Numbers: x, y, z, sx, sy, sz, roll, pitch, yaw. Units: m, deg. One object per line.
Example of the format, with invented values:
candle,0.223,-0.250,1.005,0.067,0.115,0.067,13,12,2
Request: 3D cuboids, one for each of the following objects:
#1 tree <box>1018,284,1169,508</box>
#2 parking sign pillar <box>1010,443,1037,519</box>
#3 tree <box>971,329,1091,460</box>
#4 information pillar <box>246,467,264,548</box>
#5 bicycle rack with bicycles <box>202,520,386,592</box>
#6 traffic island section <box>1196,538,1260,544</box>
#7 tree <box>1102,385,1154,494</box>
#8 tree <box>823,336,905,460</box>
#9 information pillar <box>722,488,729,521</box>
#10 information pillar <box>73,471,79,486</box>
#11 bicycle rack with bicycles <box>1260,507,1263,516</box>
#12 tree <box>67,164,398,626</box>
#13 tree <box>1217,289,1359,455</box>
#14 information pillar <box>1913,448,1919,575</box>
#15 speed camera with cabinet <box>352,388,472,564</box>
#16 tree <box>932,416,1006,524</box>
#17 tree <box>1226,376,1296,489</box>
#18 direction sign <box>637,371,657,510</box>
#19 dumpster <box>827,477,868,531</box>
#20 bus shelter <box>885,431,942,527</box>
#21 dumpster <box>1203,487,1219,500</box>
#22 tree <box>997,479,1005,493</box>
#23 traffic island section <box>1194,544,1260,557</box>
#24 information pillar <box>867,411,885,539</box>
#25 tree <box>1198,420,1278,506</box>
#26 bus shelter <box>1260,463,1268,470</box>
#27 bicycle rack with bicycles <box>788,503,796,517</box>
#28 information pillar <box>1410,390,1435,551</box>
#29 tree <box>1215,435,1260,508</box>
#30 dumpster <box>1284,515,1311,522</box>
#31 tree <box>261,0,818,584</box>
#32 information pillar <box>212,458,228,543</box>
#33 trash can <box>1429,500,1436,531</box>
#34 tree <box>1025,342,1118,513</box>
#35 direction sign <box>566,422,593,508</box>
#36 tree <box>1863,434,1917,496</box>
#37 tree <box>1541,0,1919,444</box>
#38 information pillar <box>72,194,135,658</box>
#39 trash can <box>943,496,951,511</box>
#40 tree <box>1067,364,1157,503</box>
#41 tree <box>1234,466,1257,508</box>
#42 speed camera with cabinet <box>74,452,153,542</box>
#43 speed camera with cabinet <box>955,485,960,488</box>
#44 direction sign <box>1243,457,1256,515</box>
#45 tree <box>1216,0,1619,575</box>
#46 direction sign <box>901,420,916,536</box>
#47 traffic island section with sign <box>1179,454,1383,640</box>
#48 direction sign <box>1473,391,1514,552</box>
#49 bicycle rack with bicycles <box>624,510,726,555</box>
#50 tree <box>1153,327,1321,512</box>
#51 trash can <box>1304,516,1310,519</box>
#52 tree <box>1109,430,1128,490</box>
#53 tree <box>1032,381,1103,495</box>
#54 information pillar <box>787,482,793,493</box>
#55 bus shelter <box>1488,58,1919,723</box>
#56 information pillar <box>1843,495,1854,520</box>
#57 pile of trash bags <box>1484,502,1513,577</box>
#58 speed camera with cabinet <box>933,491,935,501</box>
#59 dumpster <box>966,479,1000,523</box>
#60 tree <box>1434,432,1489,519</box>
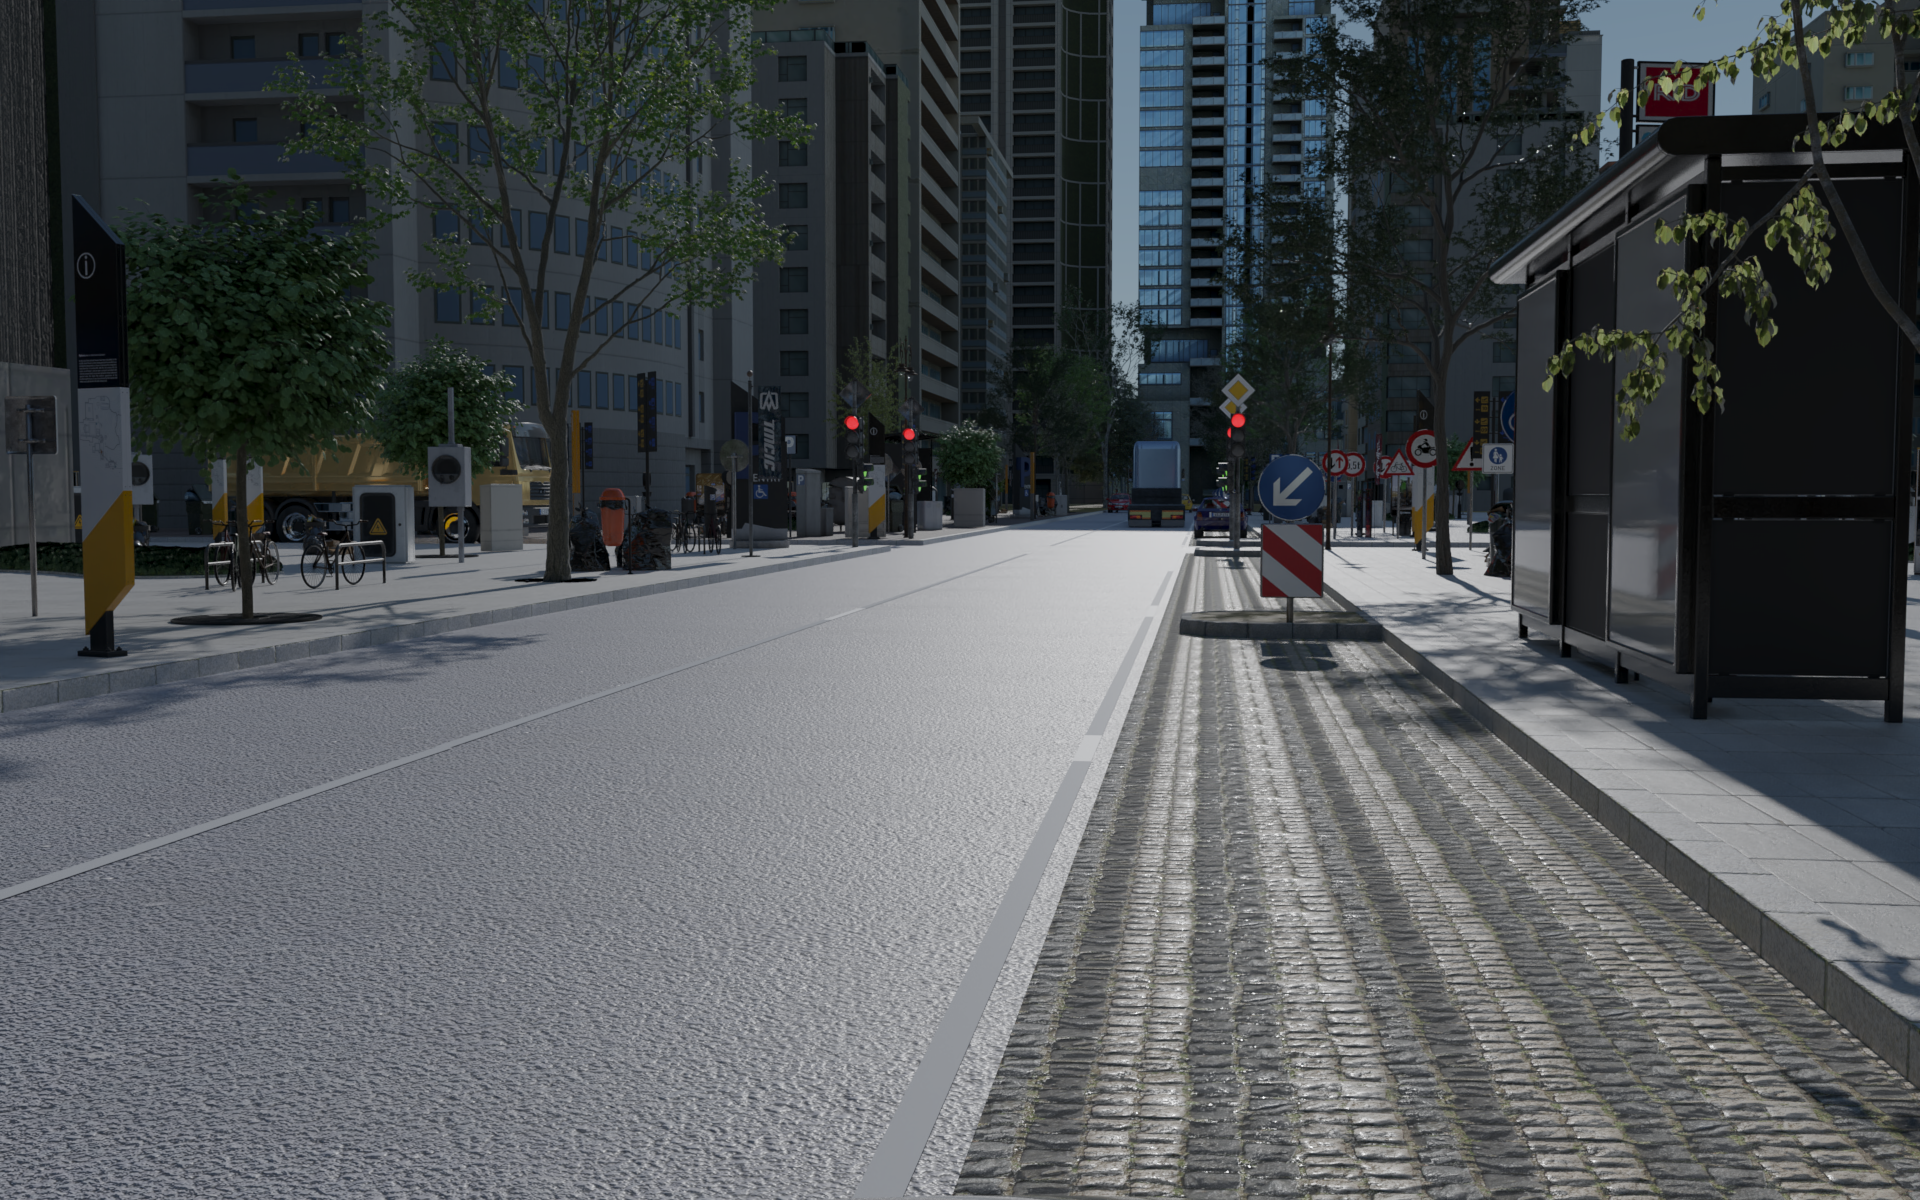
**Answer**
tree,12.079,-18.386,156.504,12.611,20.169,13.585,0,3,0
parking sign pillar,3.341,-6.297,91.429,1.447,3.967,1.447,3,4,36
tree,3.870,-10.051,98.754,7.601,10.594,8.767,-3,4,-36
information pillar,-16.539,-3.001,40.428,0.504,3.616,0.183,0,4,6
bicycle rack with bicycles,-9.323,-0.642,23.883,2.852,0.926,2.925,0,4,3
traffic island section,7.626,-1.600,48.442,2.009,0.180,2.903,0,4,8
tree,19.041,-17.413,195.077,12.009,13.543,11.850,0,3,0
tree,-4.033,-7.924,79.919,4.737,8.622,4.395,0,3,0
information pillar,-9.462,-4.009,70.035,0.304,2.012,0.304,-2,4,-24
information pillar,-28.512,-3.133,55.711,0.304,2.012,0.304,-1,4,-15
bicycle rack with bicycles,18.518,-5.159,97.729,2.925,0.926,2.852,1,4,15
tree,-7.243,-2.070,17.551,4.285,4.588,4.351,0,3,0
tree,16.434,-9.827,86.420,9.928,11.665,9.643,0,3,0
information pillar,15.300,-1.395,27.303,0.304,2.012,0.304,-1,4,-15
speed camera with cabinet,-10.135,-2.306,32.031,2.038,3.252,0.660,0,4,-4
tree,0.302,-5.491,73.488,4.285,4.588,4.351,0,3,0
tree,16.826,-8.800,94.243,4.360,8.622,3.978,0,3,0
direction sign,-5.829,-2.466,32.310,0.379,3.537,0.876,-2,4,-32
dumpster,-3.773,-3.254,58.965,1.264,1.857,1.865,0,4,8
bus shelter,-2.029,-4.636,67.088,1.731,3.624,6.357,0,4,8
dumpster,28.700,-11.789,197.698,1.985,2.255,1.502,1,4,9
tree,2.485,-7.776,121.746,1.663,3.219,1.824,0,3,0
traffic island section,6.498,-1.117,40.537,2.009,0.180,2.903,0,4,8
information pillar,-2.380,-3.538,49.193,0.504,3.616,0.183,-1,4,-21
tree,30.431,-16.451,185.980,9.611,12.733,9.660,0,3,0
bus shelter,18.868,-6.648,102.625,2.014,3.302,5.546,1,4,8
bicycle rack with bicycles,-7.117,-3.320,67.662,2.925,0.926,2.852,0,4,-8
information pillar,10.455,-2.913,38.990,0.504,3.616,0.183,-2,4,-26
tree,22.990,-11.680,141.335,4.737,8.622,4.395,0,3,0
dumpster,15.240,-4.413,77.917,1.264,1.857,1.865,1,4,8
tree,-5.869,-6.058,24.805,9.928,11.665,9.643,0,3,0
information pillar,-17.940,-3.092,41.906,0.504,3.616,0.183,2,4,32
trash can,16.300,-2.929,59.541,0.748,1.137,0.748,0,3,0
tree,7.269,-11.844,119.411,9.928,11.665,9.643,0,3,0
direction sign,-11.925,-3.843,54.822,0.876,3.537,0.379,2,4,35
tree,15.399,-2.131,29.438,1.663,3.219,1.824,0,3,0
tree,4.150,-3.477,7.208,4.360,8.622,3.978,0,3,0
information pillar,-6.711,-1.358,13.564,0.504,3.616,0.183,2,4,24
trash can,-0.830,-6.778,122.477,0.748,1.137,0.748,0,3,0
tree,14.231,-16.032,168.771,9.857,13.997,8.962,0,3,0
tree,26.109,-10.886,161.707,4.285,4.588,4.351,0,3,0
speed camera with cabinet,-18.763,-2.658,37.802,0.660,3.252,2.038,3,5,41
speed camera with cabinet,0.659,-7.691,120.080,2.038,3.252,0.660,1,4,21
direction sign,17.619,-6.936,105.399,0.876,3.537,0.379,3,5,44
tree,7.378,-5.680,27.280,7.601,10.594,8.767,0,4,-3
direction sign,-1.594,-3.764,53.533,0.379,3.537,0.876,2,4,27
traffic island section with sign,3.292,-0.571,17.967,1.989,1.847,2.006,0,4,8
direction sign,11.737,-2.823,38.152,0.876,3.537,0.379,0,4,6
bicycle rack with bicycles,-6.380,-1.483,37.632,2.852,0.926,2.925,-1,4,-11
tree,21.175,-13.168,125.663,12.009,13.543,11.850,0,3,0
trash can,17.770,-4.750,89.321,0.748,1.137,0.748,0,3,0
tree,16.094,-13.949,178.430,4.360,8.622,3.978,0,3,0
tree,6.372,-9.680,108.626,4.360,8.622,3.978,0,3,0
information pillar,-10.046,-5.979,102.246,0.304,2.012,0.304,-3,4,-36
bus shelter,5.571,-2.212,13.798,2.179,5.291,8.768,1,4,8
information pillar,35.673,-3.980,69.564,0.304,2.012,0.304,0,4,6
pile of trash bags,9.069,-1.047,26.864,1.912,1.369,3.447,2,4,25
speed camera with cabinet,-1.877,-5.468,83.745,0.660,3.252,2.038,2,4,24
dumpster,0.950,-4.576,77.312,1.502,2.255,1.985,1,4,8
tree,25.870,-6.536,90.576,4.285,4.588,4.351,0,3,0
